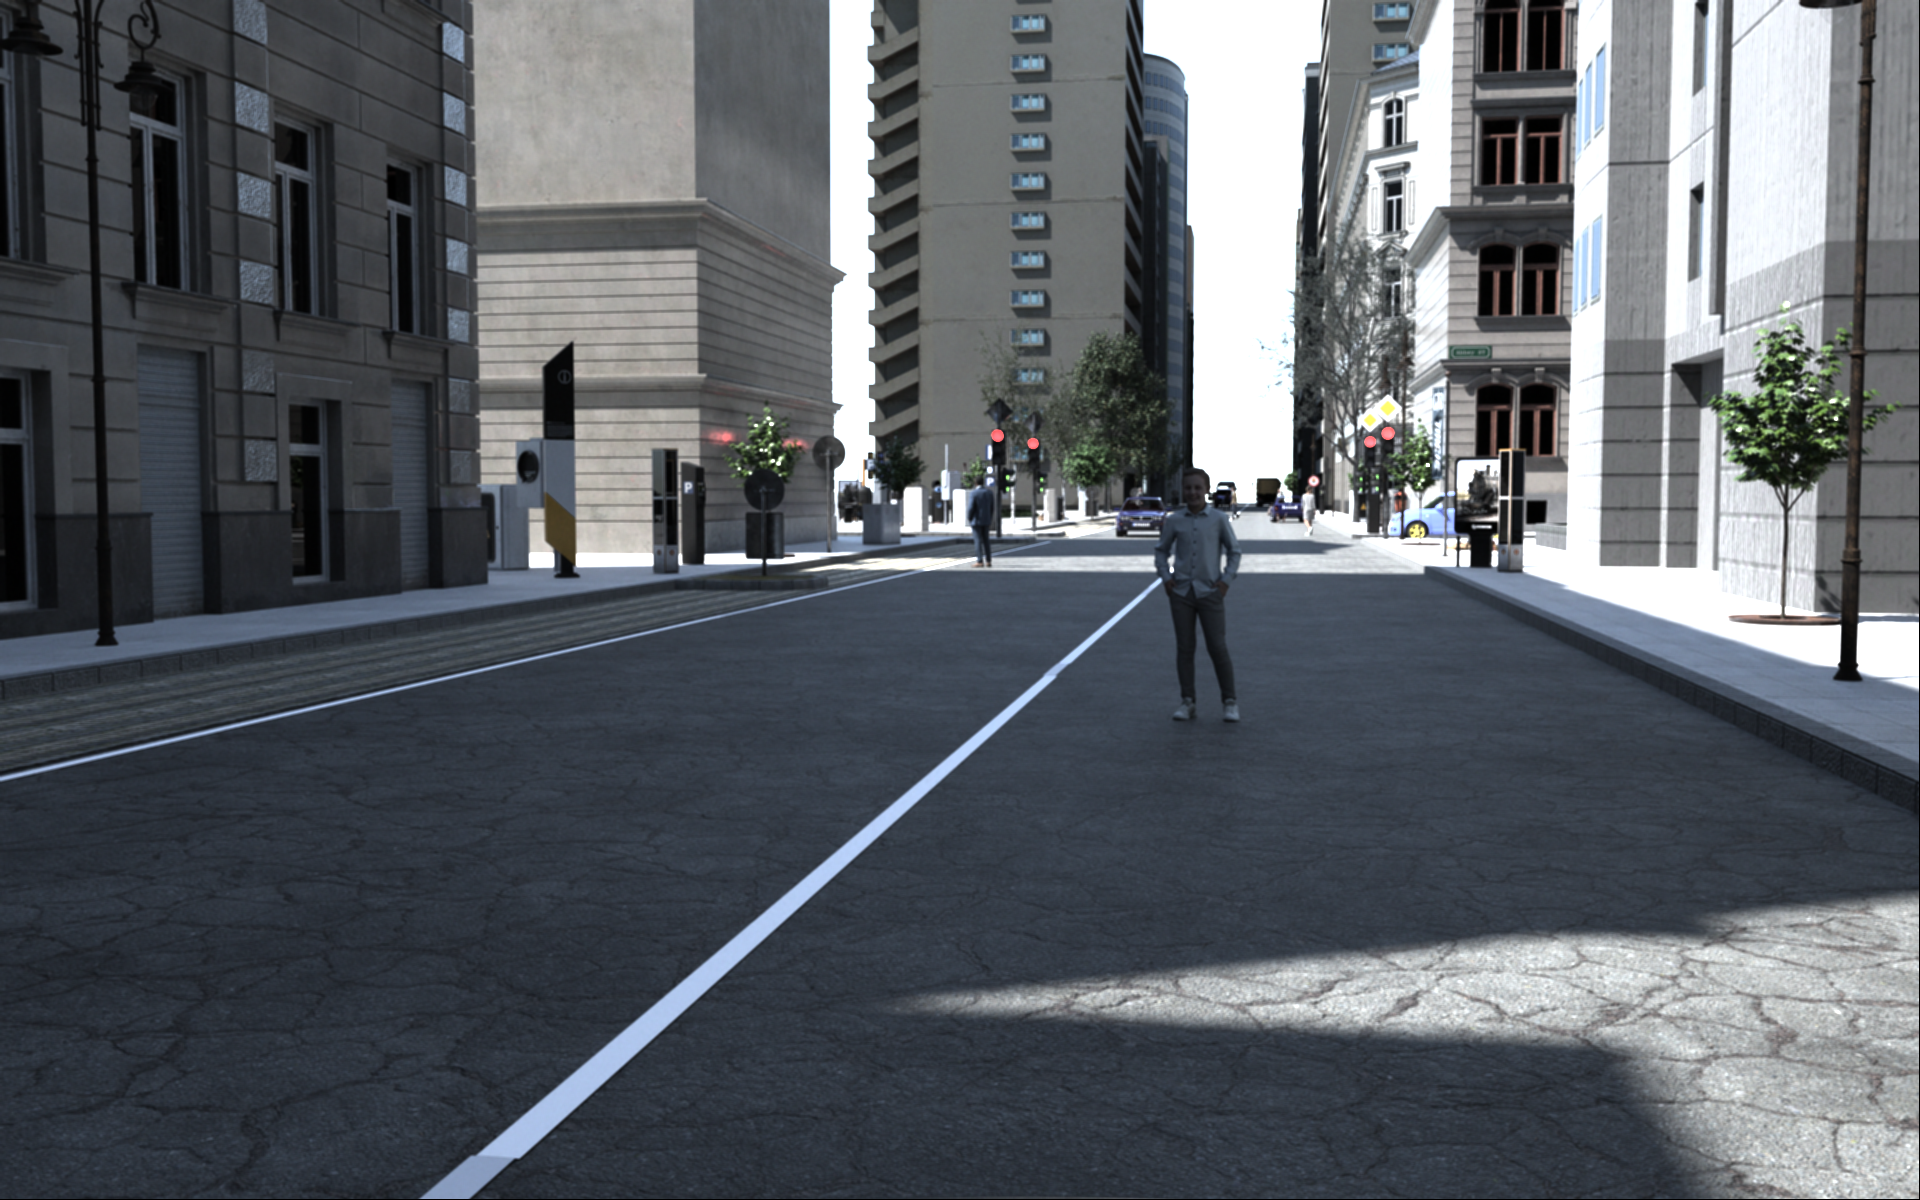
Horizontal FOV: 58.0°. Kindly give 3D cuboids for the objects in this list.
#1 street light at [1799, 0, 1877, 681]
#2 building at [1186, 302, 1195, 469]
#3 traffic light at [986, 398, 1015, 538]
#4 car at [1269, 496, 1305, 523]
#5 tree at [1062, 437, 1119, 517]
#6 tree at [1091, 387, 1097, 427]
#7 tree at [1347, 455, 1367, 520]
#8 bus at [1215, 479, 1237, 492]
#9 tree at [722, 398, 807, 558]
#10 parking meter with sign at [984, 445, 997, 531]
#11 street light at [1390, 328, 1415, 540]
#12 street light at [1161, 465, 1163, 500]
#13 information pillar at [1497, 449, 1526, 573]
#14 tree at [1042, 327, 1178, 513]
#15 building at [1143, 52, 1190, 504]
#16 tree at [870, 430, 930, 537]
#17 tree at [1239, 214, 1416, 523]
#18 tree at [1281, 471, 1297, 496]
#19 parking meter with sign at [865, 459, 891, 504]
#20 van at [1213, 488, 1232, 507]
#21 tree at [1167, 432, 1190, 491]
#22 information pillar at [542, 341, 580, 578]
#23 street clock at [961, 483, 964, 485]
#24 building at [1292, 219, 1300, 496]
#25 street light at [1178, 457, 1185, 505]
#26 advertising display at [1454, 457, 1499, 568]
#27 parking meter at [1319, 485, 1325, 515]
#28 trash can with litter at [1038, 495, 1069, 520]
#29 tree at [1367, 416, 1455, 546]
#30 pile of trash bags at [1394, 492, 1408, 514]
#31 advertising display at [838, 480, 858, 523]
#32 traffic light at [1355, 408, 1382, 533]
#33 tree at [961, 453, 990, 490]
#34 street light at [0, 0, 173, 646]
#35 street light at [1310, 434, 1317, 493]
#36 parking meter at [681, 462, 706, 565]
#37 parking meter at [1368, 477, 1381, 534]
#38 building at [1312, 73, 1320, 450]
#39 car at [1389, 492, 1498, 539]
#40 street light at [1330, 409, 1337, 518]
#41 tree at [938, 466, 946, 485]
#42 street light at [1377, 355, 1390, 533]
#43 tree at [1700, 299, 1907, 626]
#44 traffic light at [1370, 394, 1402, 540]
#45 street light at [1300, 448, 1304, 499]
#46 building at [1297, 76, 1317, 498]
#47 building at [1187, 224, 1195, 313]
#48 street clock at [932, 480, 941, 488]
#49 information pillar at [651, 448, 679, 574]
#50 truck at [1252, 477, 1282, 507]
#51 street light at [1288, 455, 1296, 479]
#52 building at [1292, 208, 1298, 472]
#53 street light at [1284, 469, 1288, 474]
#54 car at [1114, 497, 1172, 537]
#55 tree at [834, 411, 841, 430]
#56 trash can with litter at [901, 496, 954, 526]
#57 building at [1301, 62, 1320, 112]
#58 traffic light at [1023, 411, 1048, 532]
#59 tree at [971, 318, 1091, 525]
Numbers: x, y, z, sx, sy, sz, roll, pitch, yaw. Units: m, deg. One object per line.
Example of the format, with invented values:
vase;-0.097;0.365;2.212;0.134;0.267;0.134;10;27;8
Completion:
street light;6.127;-2.384;11.773;0.468;5.910;1.993;1;4;10
building;28.641;-30.243;266.172;14.160;30.474;14.107;1;4;10
traffic light;1.162;-3.778;50.694;0.839;4.253;0.868;1;4;10
car;16.783;-4.646;88.544;1.945;1.354;3.894;1;4;8
tree;7.400;-7.044;98.881;4.285;4.588;4.351;0;3;0
tree;5.298;-8.576;90.574;4.360;8.622;3.978;0;3;0
tree;19.975;-5.577;85.787;1.663;3.219;1.824;0;3;0
bus;36.432;-14.794;236.739;2.948;3.499;13.247;1;4;9
tree;-4.008;-2.483;35.204;1.663;3.219;1.824;0;3;0
parking meter with sign;1.066;-3.916;60.289;0.543;3.016;1.738;0;4;8
street light;12.368;-4.617;48.269;0.468;5.910;1.993;1;4;10
street light;19.948;-12.121;170.960;0.468;5.910;1.993;1;4;10
information pillar;9.040;-1.462;28.395;0.304;2.012;0.304;-1;4;-22
tree;10.231;-12.331;118.614;9.611;12.733;9.660;0;3;0
building;19.183;-42.147;231.100;21.231;58.520;28.212;1;4;10
tree;-1.973;-3.527;52.261;1.663;3.219;1.824;0;3;0
tree;17.541;-10.188;76.939;12.009;13.543;11.850;0;3;0
tree;42.162;-14.392;219.024;4.285;4.588;4.351;0;3;0
parking meter with sign;-3.958;-5.469;85.685;0.543;3.016;1.738;-3;4;-38
van;28.855;-11.293;189.030;2.240;2.365;5.245;1;4;12
tree;24.892;-15.470;203.293;4.737;8.622;4.395;0;3;0
information pillar;-6.108;-2.147;26.466;0.504;3.616;0.183;-2;4;-34
street clock;0.118;-7.452;126.413;0.358;2.002;0.471;-2;4;-33
building;56.878;-35.137;258.090;14.154;41.232;14.086;1;4;10
street light;27.890;-14.906;216.504;0.468;5.910;1.993;1;4;10
advertising display;9.106;-1.529;30.216;0.974;1.923;0.123;3;5;40
parking meter;22.295;-6.173;106.633;0.255;1.863;0.399;2;4;31
trash can with litter;4.632;-4.619;86.574;2.233;1.210;1.678;-3;5;-44
tree;11.427;-2.988;43.460;1.663;3.219;1.824;0;3;0
pile of trash bags;21.027;-4.163;77.817;1.912;1.369;3.447;-3;5;-45
advertising display;-5.013;-4.422;77.507;0.974;1.923;0.123;-2;4;-30
traffic light;13.379;-4.146;56.703;0.839;4.253;0.868;1;4;10
tree;0.756;-5.327;81.699;1.663;3.219;1.824;0;3;0
street light;-7.241;-2.552;14.519;0.468;5.910;1.993;1;4;10
street light;26.994;-9.783;132.740;0.468;5.910;1.993;1;4;10
parking meter;-4.859;-1.581;31.563;0.399;1.863;0.255;2;4;28
parking meter;13.395;-3.077;56.023;0.399;1.863;0.255;1;4;14
building;45.249;-31.231;165.253;22.147;44.769;28.867;1;4;10
car;14.967;-2.637;52.709;3.694;1.707;1.945;1;4;9
street light;20.276;-7.411;93.956;0.468;5.910;1.993;1;4;10
tree;-1.077;-7.715;120.737;1.663;3.219;1.824;0;3;0
street light;14.105;-5.185;57.557;0.468;5.910;1.993;1;4;10
tree;8.197;-1.392;17.354;1.663;3.219;1.824;0;3;0
traffic light;12.015;-3.664;48.835;0.839;4.253;0.868;1;4;10
street light;33.334;-12.007;169.109;0.468;5.910;1.993;1;4;10
building;48.641;-34.732;191.565;21.300;48.544;21.600;1;4;10
building;30.573;-38.508;279.723;14.600;45.320;14.200;1;4;10
street clock;-1.252;-5.348;92.003;0.358;2.002;0.471;3;5;43
information pillar;-4.761;-1.437;27.995;0.304;2.012;0.304;3;4;39
truck;35.446;-12.462;199.674;3.469;3.379;9.791;1;4;8
street light;41.235;-14.774;214.335;0.468;5.910;1.993;1;4;10
building;63.917;-39.818;274.725;21.300;48.544;21.600;1;4;10
street light;47.513;-16.999;250.715;0.468;5.910;1.993;1;4;10
car;6.241;-2.837;58.972;1.945;1.354;3.894;0;4;8
tree;-9.129;-9.093;99.028;4.360;8.622;3.978;0;3;0
trash can with litter;-1.140;-3.891;74.667;1.678;1.210;2.233;-3;5;-40
building;57.037;-42.453;236.112;21.231;58.520;28.212;1;4;10
traffic light;2.526;-4.259;58.562;0.839;4.253;0.868;1;4;10
tree;2.389;-7.443;72.059;4.360;8.622;3.978;0;3;0
